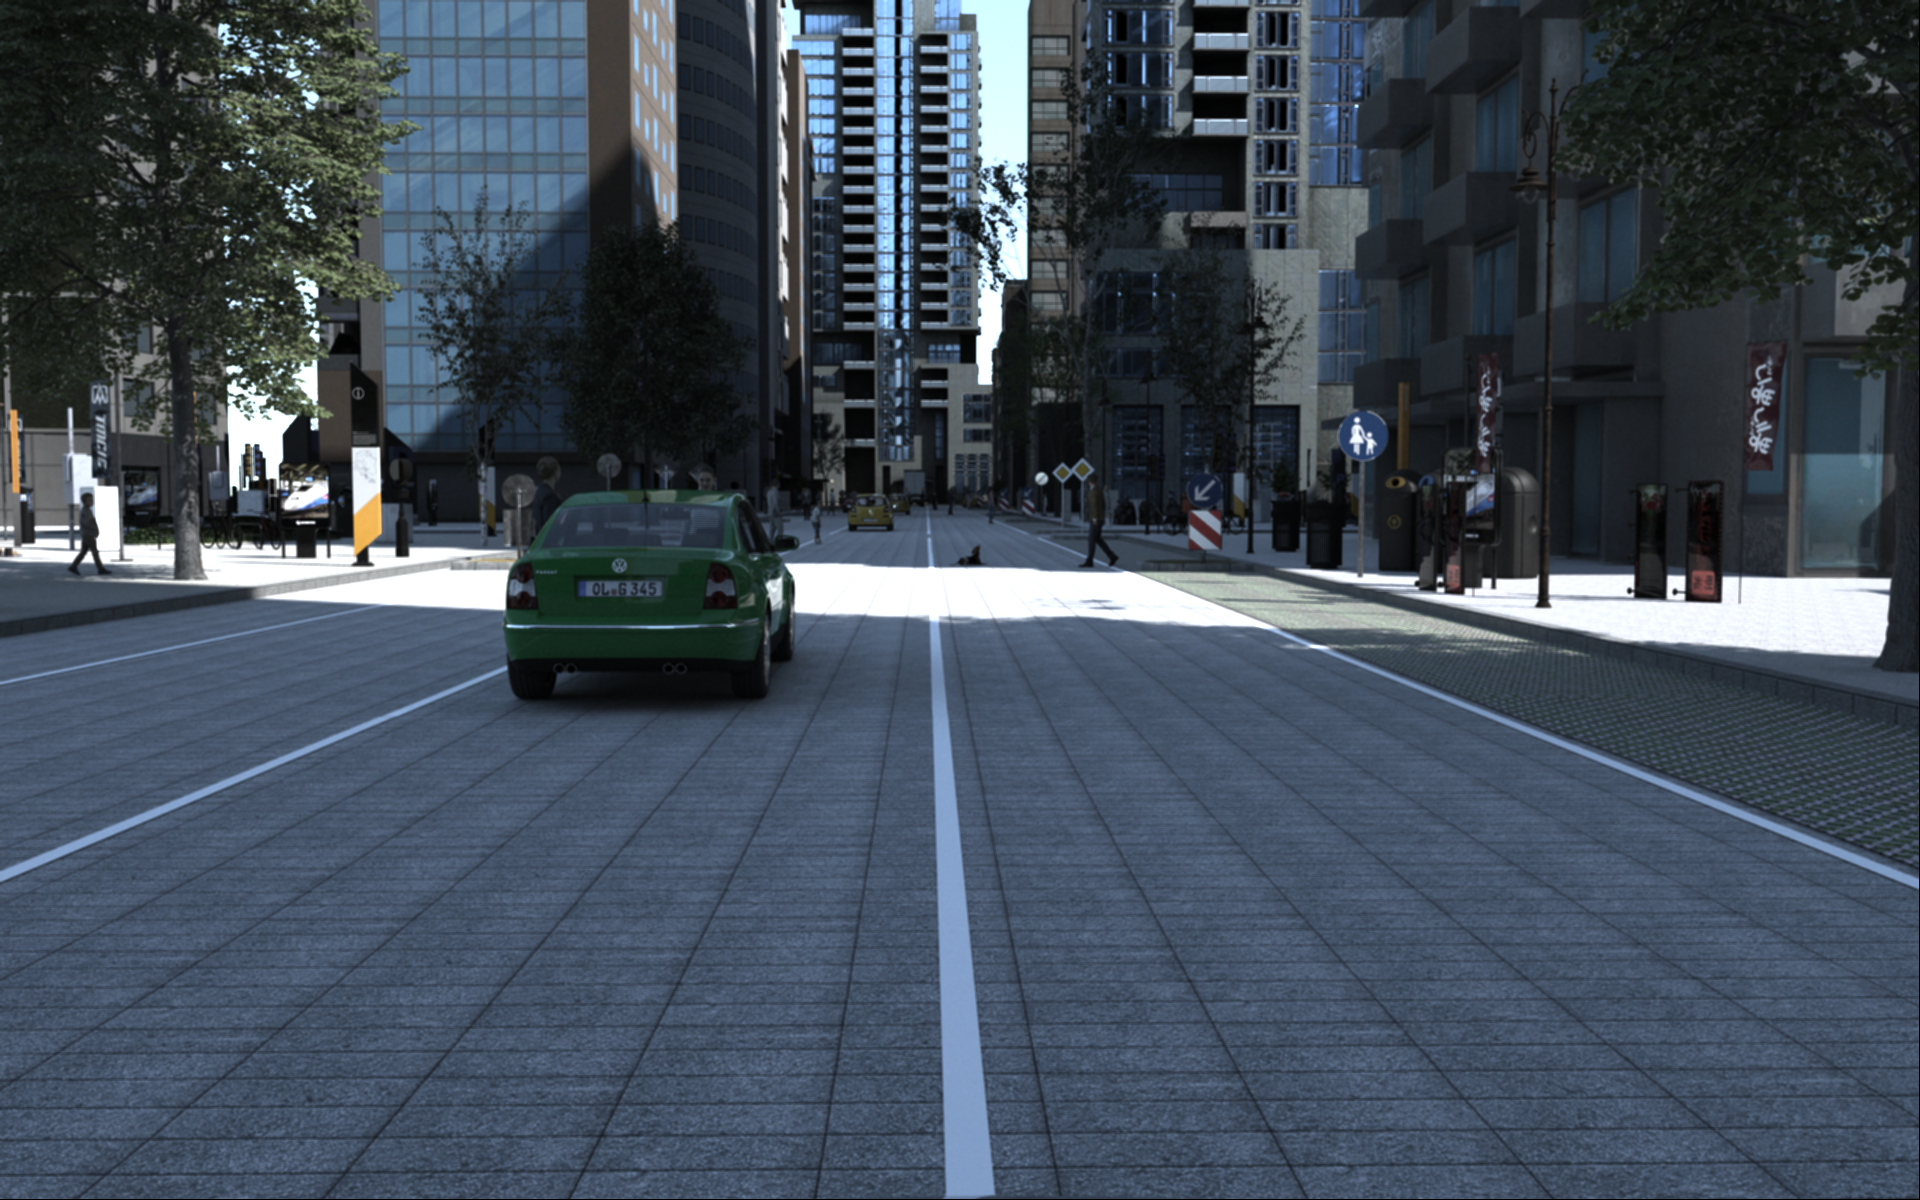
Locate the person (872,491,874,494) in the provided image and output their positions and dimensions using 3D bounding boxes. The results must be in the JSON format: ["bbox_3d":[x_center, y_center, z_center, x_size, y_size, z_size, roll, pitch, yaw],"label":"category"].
[{"bbox_3d":[-9.417,-10.822,186.147,0.721,1.736,1.217,-1,4,-12],"label":"person"}]

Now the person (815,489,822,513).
[{"bbox_3d":[-10.247,-7.131,125.283,0.583,1.804,0.606,-1,4,-19],"label":"person"}]

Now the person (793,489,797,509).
[{"bbox_3d":[-13.649,-8.347,143.438,0.530,1.710,0.541,0,4,-7],"label":"person"}]

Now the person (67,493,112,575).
[{"bbox_3d":[-13.851,-1.051,27.505,0.475,1.303,0.640,3,5,44],"label":"person"}]

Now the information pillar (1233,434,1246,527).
[{"bbox_3d":[10.913,-4.659,67.537,0.504,3.616,0.183,3,5,41],"label":"information pillar"}]

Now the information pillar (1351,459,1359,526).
[{"bbox_3d":[16.005,-4.795,69.754,0.504,3.616,0.183,-1,4,-20],"label":"information pillar"}]

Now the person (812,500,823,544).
[{"bbox_3d":[-4.065,-2.215,49.392,0.352,1.250,0.332,1,4,10],"label":"person"}]

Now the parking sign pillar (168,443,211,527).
[{"bbox_3d":[-27.593,-4.495,61.972,1.447,3.967,1.447,0,4,0],"label":"parking sign pillar"}]

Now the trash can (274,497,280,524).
[{"bbox_3d":[-28.397,-3.733,72.687,0.748,1.137,0.748,0,3,0],"label":"trash can"}]

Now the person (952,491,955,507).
[{"bbox_3d":[-0.836,-11.220,192.620,0.621,1.740,0.551,1,4,20],"label":"person"}]

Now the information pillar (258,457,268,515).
[{"bbox_3d":[-43.287,-7.107,107.551,0.504,3.616,0.183,-1,4,-9],"label":"information pillar"}]

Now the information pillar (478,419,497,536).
[{"bbox_3d":[-14.289,-3.730,52.337,0.504,3.616,0.183,-1,4,-22],"label":"information pillar"}]

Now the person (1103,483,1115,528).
[{"bbox_3d":[5.522,-3.583,65.631,0.512,1.701,0.522,-3,4,-37],"label":"person"}]

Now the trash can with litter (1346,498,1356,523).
[{"bbox_3d":[17.158,-3.998,76.748,1.055,1.170,0.624,-1,4,-18],"label":"trash can with litter"}]

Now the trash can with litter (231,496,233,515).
[{"bbox_3d":[-37.697,-4.835,90.101,1.678,1.210,2.233,1,4,14],"label":"trash can with litter"}]

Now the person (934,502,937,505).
[{"bbox_3d":[-3.004,-12.115,207.249,0.621,1.740,0.551,0,4,-5],"label":"person"}]

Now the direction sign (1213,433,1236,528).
[{"bbox_3d":[9.865,-4.442,64.616,0.876,3.537,0.379,-1,4,-9],"label":"direction sign"}]

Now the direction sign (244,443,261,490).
[{"bbox_3d":[-31.573,-5.222,77.372,0.379,3.537,0.876,2,4,24],"label":"direction sign"}]

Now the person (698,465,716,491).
[{"bbox_3d":[-2.397,-0.423,16.415,0.512,1.701,0.522,0,4,3],"label":"person"}]

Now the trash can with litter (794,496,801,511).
[{"bbox_3d":[-12.576,-7.545,134.749,0.624,1.170,1.055,0,4,-3],"label":"trash can with litter"}]

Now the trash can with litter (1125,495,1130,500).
[{"bbox_3d":[9.604,-5.434,99.910,1.678,1.210,2.233,0,4,-3],"label":"trash can with litter"}]

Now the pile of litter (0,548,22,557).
[{"bbox_3d":[-20.246,-1.324,35.610,1.719,0.858,1.176,1,4,11],"label":"pile of litter"}]

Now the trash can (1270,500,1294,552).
[{"bbox_3d":[7.272,-1.649,38.622,0.748,1.137,0.748,0,3,0],"label":"trash can"}]

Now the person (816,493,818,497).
[{"bbox_3d":[-15.016,-10.637,183.185,0.421,1.427,0.697,-2,4,-29],"label":"person"}]

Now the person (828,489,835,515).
[{"bbox_3d":[-8.606,-6.558,115.947,0.641,1.798,0.478,3,4,38],"label":"person"}]

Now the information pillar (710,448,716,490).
[{"bbox_3d":[-12.367,-5.836,86.778,0.183,3.616,0.504,-3,5,-41],"label":"information pillar"}]

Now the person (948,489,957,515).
[{"bbox_3d":[-0.554,-6.840,120.504,0.590,1.801,0.661,-1,4,-16],"label":"person"}]

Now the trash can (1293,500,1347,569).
[{"bbox_3d":[6.264,-1.108,29.765,0.748,1.137,0.748,0,3,0],"label":"trash can"}]

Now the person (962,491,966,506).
[{"bbox_3d":[0.511,-12.255,209.314,0.683,1.767,0.568,-3,4,-37],"label":"person"}]

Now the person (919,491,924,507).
[{"bbox_3d":[-4.261,-11.234,193.002,0.721,1.723,1.217,-2,4,-26],"label":"person"}]

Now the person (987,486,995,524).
[{"bbox_3d":[1.522,-4.604,83.777,0.388,1.821,0.555,-2,4,-30],"label":"person"}]

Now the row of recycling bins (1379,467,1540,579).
[{"bbox_3d":[7.964,-1.264,27.774,1.069,1.692,3.534,-1,4,-21],"label":"row of recycling bins"}]

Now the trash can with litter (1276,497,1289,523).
[{"bbox_3d":[13.656,-3.783,73.237,0.624,1.170,1.055,1,4,17],"label":"trash can with litter"}]

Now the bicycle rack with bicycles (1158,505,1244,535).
[{"bbox_3d":[7.571,-2.535,54.822,2.925,0.926,2.852,-1,4,-8],"label":"bicycle rack with bicycles"}]

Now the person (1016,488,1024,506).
[{"bbox_3d":[4.576,-7.558,130.094,0.782,1.767,0.515,-3,5,-41],"label":"person"}]

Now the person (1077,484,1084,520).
[{"bbox_3d":[6.048,-4.837,85.314,0.419,1.800,0.721,-3,5,-39],"label":"person"}]

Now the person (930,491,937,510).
[{"bbox_3d":[-2.407,-8.968,155.925,0.742,1.727,0.445,0,4,-4],"label":"person"}]

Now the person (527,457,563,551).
[{"bbox_3d":[-3.774,-0.419,15.770,0.576,1.772,0.534,3,5,39],"label":"person"}]

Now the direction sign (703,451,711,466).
[{"bbox_3d":[-13.356,-6.112,91.923,0.379,3.537,0.876,1,4,23],"label":"direction sign"}]

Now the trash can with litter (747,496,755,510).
[{"bbox_3d":[-12.591,-5.638,103.572,0.624,1.170,1.055,-1,4,-16],"label":"trash can with litter"}]

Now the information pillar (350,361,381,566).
[{"bbox_3d":[-10.532,-2.405,30.673,0.504,3.616,0.183,0,4,3],"label":"information pillar"}]

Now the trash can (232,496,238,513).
[{"bbox_3d":[-55.283,-7.373,132.196,0.748,1.137,0.748,0,3,0],"label":"trash can"}]

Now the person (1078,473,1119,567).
[{"bbox_3d":[2.708,-1.567,34.033,0.836,1.842,0.656,-1,4,-10],"label":"person"}]

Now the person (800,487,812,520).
[{"bbox_3d":[-8.464,-5.298,95.296,0.592,1.802,0.473,1,4,16],"label":"person"}]

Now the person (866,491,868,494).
[{"bbox_3d":[-9.691,-10.474,180.273,1.217,1.766,0.721,-1,4,-20],"label":"person"}]

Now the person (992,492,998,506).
[{"bbox_3d":[3.594,-10.539,178.351,1.348,1.824,0.705,2,4,24],"label":"person"}]

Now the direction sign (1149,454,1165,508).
[{"bbox_3d":[11.088,-6.448,97.418,0.876,3.537,0.379,0,4,-2],"label":"direction sign"}]

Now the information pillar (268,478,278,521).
[{"bbox_3d":[-31.044,-4.514,78.299,0.304,2.012,0.304,0,4,-6],"label":"information pillar"}]

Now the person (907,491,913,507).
[{"bbox_3d":[-5.540,-10.900,187.444,0.721,1.736,1.217,-3,5,-44],"label":"person"}]

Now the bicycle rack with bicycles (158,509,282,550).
[{"bbox_3d":[-17.284,-1.635,40.118,2.852,0.926,2.925,-3,4,-37],"label":"bicycle rack with bicycles"}]

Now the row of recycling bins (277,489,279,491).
[{"bbox_3d":[-52.457,-7.782,134.356,1.069,1.692,3.534,1,4,10],"label":"row of recycling bins"}]

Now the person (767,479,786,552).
[{"bbox_3d":[-4.608,-2.115,43.188,0.391,1.810,0.635,-3,4,-36],"label":"person"}]

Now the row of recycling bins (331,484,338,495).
[{"bbox_3d":[-27.064,-4.021,72.863,1.069,1.692,3.534,1,4,9],"label":"row of recycling bins"}]

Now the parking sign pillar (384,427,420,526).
[{"bbox_3d":[-22.785,-5.022,70.578,1.447,3.967,1.447,2,4,32],"label":"parking sign pillar"}]

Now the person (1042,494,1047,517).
[{"bbox_3d":[4.786,-5.365,98.041,0.394,1.301,0.425,-1,4,-19],"label":"person"}]

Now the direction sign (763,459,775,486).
[{"bbox_3d":[-12.437,-7.403,113.037,0.876,3.537,0.379,-3,4,-37],"label":"direction sign"}]

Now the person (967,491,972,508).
[{"bbox_3d":[0.915,-9.911,171.211,0.551,1.740,0.621,2,4,27],"label":"person"}]
